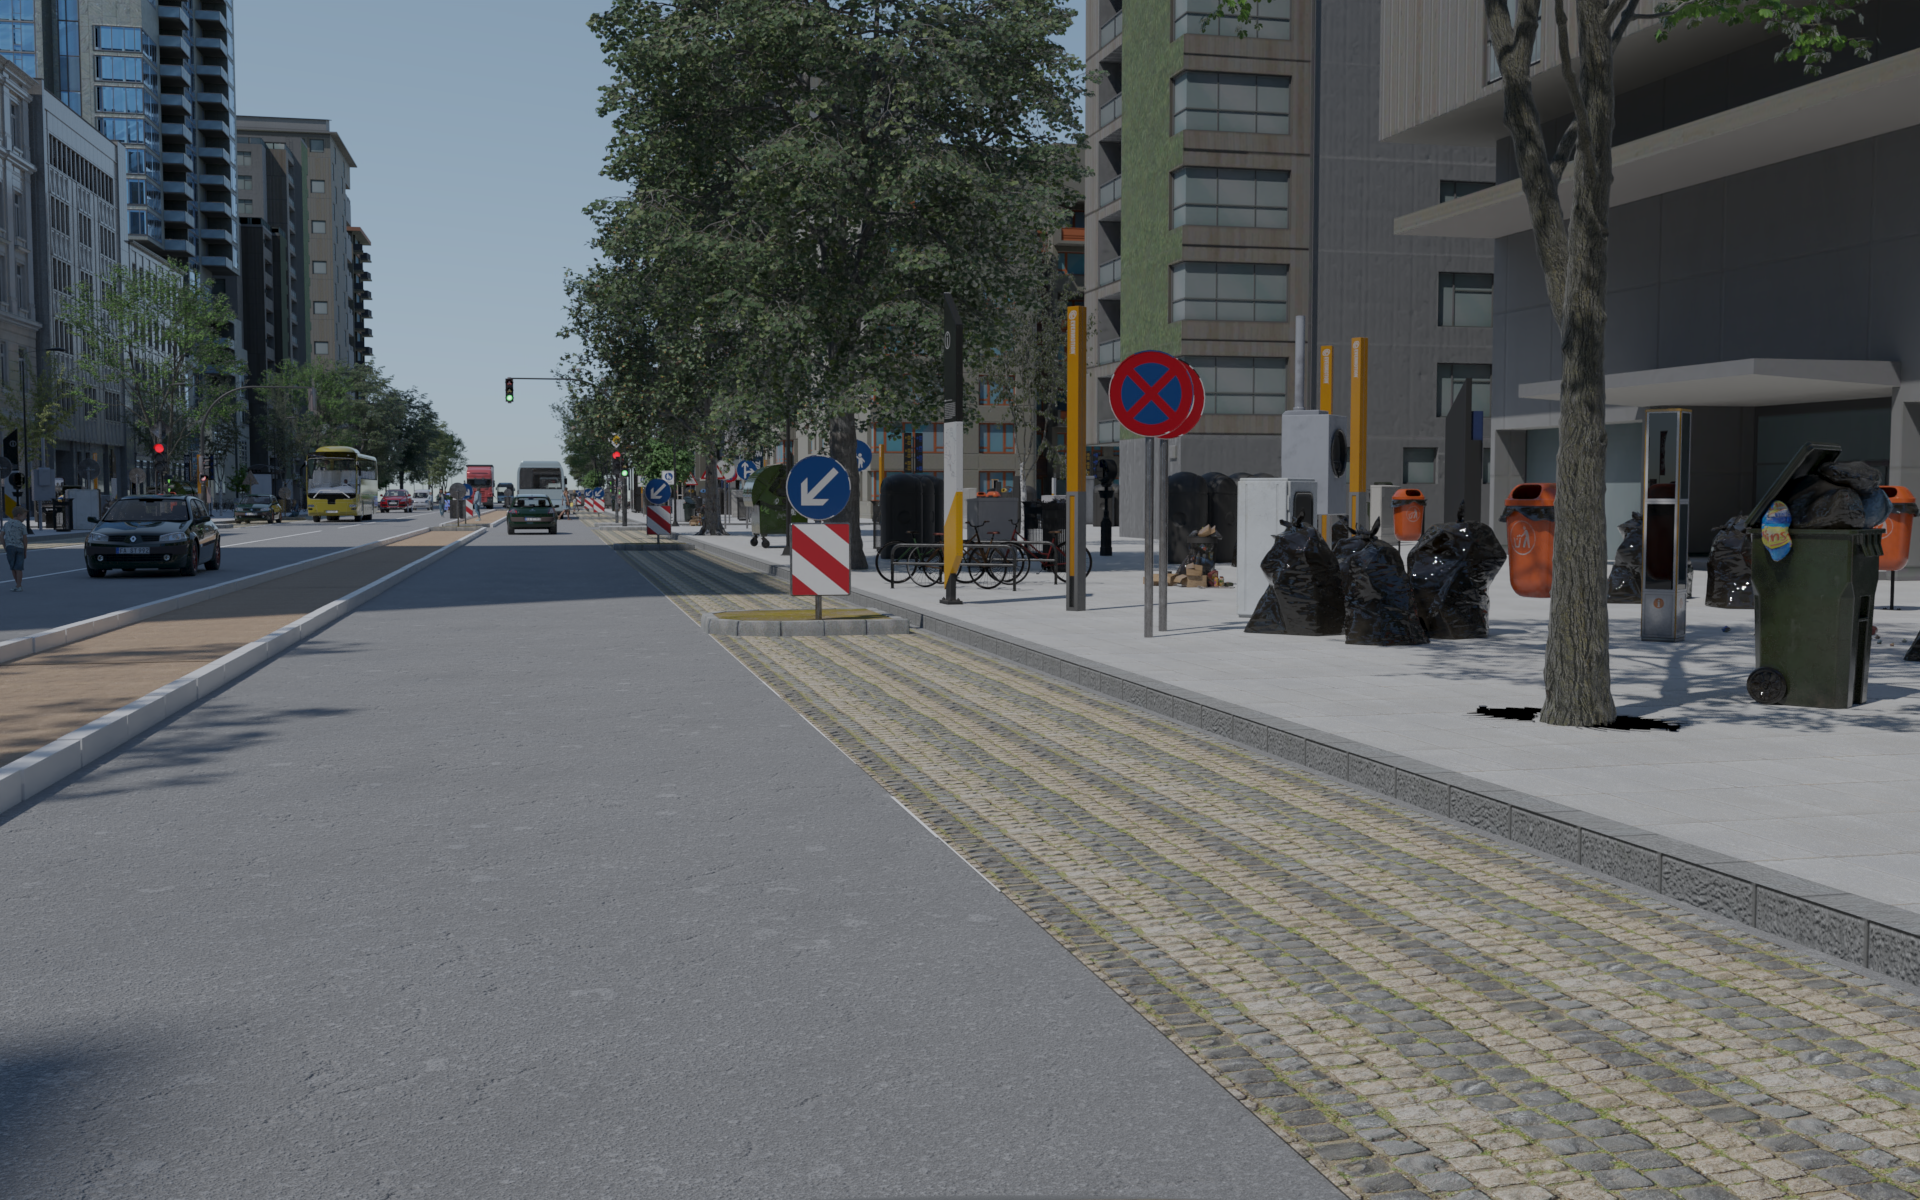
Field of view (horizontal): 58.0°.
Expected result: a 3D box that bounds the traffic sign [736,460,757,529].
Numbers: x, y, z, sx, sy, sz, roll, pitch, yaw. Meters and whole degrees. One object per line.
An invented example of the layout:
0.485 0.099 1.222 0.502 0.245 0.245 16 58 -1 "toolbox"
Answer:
-7.903 -3.924 64.257 0.768 2.556 0.104 0 4 -6 "traffic sign"

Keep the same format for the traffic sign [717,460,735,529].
-8.611 -3.877 63.491 0.768 2.556 0.104 -1 4 -9 "traffic sign"

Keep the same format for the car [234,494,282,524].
-34.286 -4.577 84.617 2.009 1.686 4.222 -1 4 -13 "car"

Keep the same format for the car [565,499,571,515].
-28.341 -6.712 121.543 2.131 1.459 4.920 -1 4 -15 "car"

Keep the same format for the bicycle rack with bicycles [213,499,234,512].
-59.154 -7.630 138.140 2.852 0.926 2.925 1 4 15 "bicycle rack with bicycles"

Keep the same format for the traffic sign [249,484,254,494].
-46.705 -6.956 113.837 0.768 2.556 0.104 0 4 -6 "traffic sign"

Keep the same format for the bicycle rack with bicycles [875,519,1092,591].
0.119 -0.660 24.168 2.925 0.926 2.852 1 4 22 "bicycle rack with bicycles"

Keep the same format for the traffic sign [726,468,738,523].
-10.220 -4.685 76.699 0.768 2.556 0.104 -1 4 -13 "traffic sign"

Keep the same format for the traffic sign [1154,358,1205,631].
1.897 -0.980 16.125 0.768 2.556 0.104 -1 4 -12 "traffic sign"

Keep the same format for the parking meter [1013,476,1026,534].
1.923 -3.072 55.944 0.255 1.863 0.399 3 4 37 "parking meter"

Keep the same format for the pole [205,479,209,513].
-41.137 -6.158 94.519 0.158 3.312 0.155 0 3 0 "pole"

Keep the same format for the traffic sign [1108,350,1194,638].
1.688 -0.937 15.423 0.768 2.556 0.104 0 4 -6 "traffic sign"

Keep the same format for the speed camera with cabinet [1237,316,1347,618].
3.605 -1.486 18.626 0.660 3.252 2.038 2 4 29 "speed camera with cabinet"

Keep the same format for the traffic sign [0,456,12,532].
-32.272 -3.556 58.245 0.768 2.556 0.104 0 4 -6 "traffic sign"

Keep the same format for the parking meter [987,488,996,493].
1.309 -3.903 72.221 0.372 1.533 0.369 0 3 0 "parking meter"

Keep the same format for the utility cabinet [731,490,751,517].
-11.794 -5.218 93.995 1.173 1.500 0.318 0 4 1 "utility cabinet"

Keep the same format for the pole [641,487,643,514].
-20.660 -7.276 112.810 0.158 3.312 0.155 0 3 0 "pole"

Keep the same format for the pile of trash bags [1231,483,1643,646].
4.064 -0.334 15.210 1.912 1.369 3.447 -2 4 -26 "pile of trash bags"

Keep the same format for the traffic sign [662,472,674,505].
-12.904 -4.568 76.821 0.606 2.300 0.079 0 4 -5 "traffic sign"

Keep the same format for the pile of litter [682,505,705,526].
-10.356 -3.396 69.487 1.719 0.858 1.176 -1 4 -19 "pile of litter"

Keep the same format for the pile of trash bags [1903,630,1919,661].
8.415 -0.146 12.139 1.912 1.369 3.447 -1 4 -10 "pile of trash bags"

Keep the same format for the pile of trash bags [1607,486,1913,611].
9.154 -0.624 19.948 1.912 1.369 3.447 -3 5 -44 "pile of trash bags"

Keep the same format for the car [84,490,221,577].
-14.486 -1.309 31.185 2.009 1.686 4.222 -1 4 -15 "car"

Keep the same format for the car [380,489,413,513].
-43.254 -7.602 132.961 2.281 1.827 5.304 -1 4 -12 "car"

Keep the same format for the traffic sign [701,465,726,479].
-8.814 -3.785 61.881 0.884 2.594 0.081 0 4 -6 "traffic sign"

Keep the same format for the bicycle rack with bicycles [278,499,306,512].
-48.256 -6.748 123.714 2.852 0.926 2.925 -2 4 -35 "bicycle rack with bicycles"

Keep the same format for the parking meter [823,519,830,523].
-3.394 -2.433 45.490 0.255 1.863 0.399 3 5 41 "parking meter"

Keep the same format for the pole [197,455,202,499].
-39.295 -5.851 89.511 0.158 3.312 0.155 0 3 0 "pole"

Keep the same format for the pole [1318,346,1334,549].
5.060 -1.842 23.952 0.158 3.312 0.155 0 3 0 "pole"

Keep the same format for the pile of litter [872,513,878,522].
-3.351 -3.992 79.233 1.176 0.858 1.719 3 5 44 "pile of litter"

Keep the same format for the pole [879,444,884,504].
-3.206 -4.712 70.888 0.158 3.312 0.155 0 3 0 "pole"

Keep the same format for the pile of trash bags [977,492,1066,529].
2.450 -3.321 64.050 3.447 1.369 1.912 2 4 30 "pile of trash bags"

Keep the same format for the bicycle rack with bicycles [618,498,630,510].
-27.311 -7.865 141.980 2.852 0.926 2.925 -2 4 -26 "bicycle rack with bicycles"

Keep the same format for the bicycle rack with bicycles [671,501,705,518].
-13.945 -4.703 90.275 2.925 0.926 2.852 -2 4 -26 "bicycle rack with bicycles"

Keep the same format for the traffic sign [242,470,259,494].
-38.894 -5.808 94.966 0.884 2.594 0.081 -1 4 -11 "traffic sign"

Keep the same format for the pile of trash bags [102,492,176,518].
-40.456 -4.632 85.482 3.447 1.369 1.912 -2 4 -29 "pile of trash bags"

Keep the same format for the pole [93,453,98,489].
-42.913 -5.637 86.012 0.158 3.312 0.155 0 3 0 "pole"

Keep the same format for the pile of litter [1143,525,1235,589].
3.196 -0.626 24.202 1.176 0.858 1.719 -1 4 -8 "pile of litter"

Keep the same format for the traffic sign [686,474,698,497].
-15.826 -6.224 101.773 0.884 2.594 0.081 0 4 -5 "traffic sign"

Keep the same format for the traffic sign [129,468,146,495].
-39.552 -5.088 83.289 0.768 2.556 0.104 0 4 -7 "traffic sign"

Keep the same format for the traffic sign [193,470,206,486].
-41.155 -5.717 93.479 0.884 2.594 0.081 0 4 -8 "traffic sign"

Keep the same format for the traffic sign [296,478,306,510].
-53.619 -8.610 140.881 0.768 2.556 0.104 0 4 -4 "traffic sign"

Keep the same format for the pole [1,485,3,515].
-32.854 -3.995 59.168 0.158 3.312 0.155 0 3 0 "pole"

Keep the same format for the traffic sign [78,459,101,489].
-31.298 -3.802 62.264 0.768 2.556 0.104 -1 4 -11 "traffic sign"

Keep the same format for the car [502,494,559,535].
-15.442 -3.218 62.403 2.009 1.686 4.222 -1 4 -15 "car"

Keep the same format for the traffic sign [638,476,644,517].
-17.947 -5.878 98.235 0.606 2.300 0.079 -1 4 -9 "traffic sign"

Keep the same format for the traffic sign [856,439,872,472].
-2.431 -2.460 40.332 0.768 2.556 0.104 -1 4 -12 "traffic sign"

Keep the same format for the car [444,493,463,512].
-40.273 -7.841 137.784 1.945 1.707 3.694 -1 4 -15 "car"

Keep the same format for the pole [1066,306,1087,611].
1.274 -1.534 18.930 0.158 3.312 0.155 0 3 0 "pole"

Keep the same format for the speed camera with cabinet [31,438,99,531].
-31.700 -4.098 61.344 2.038 3.252 0.660 -3 4 -36 "speed camera with cabinet"

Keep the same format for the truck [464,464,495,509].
-46.111 -10.861 166.488 2.839 4.237 11.283 -1 4 -14 "truck"

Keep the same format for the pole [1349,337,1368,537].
5.216 -1.764 22.690 0.158 3.312 0.155 0 3 0 "pole"

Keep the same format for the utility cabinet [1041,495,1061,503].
4.359 -4.464 84.146 0.306 1.237 1.020 -2 4 -33 "utility cabinet"
